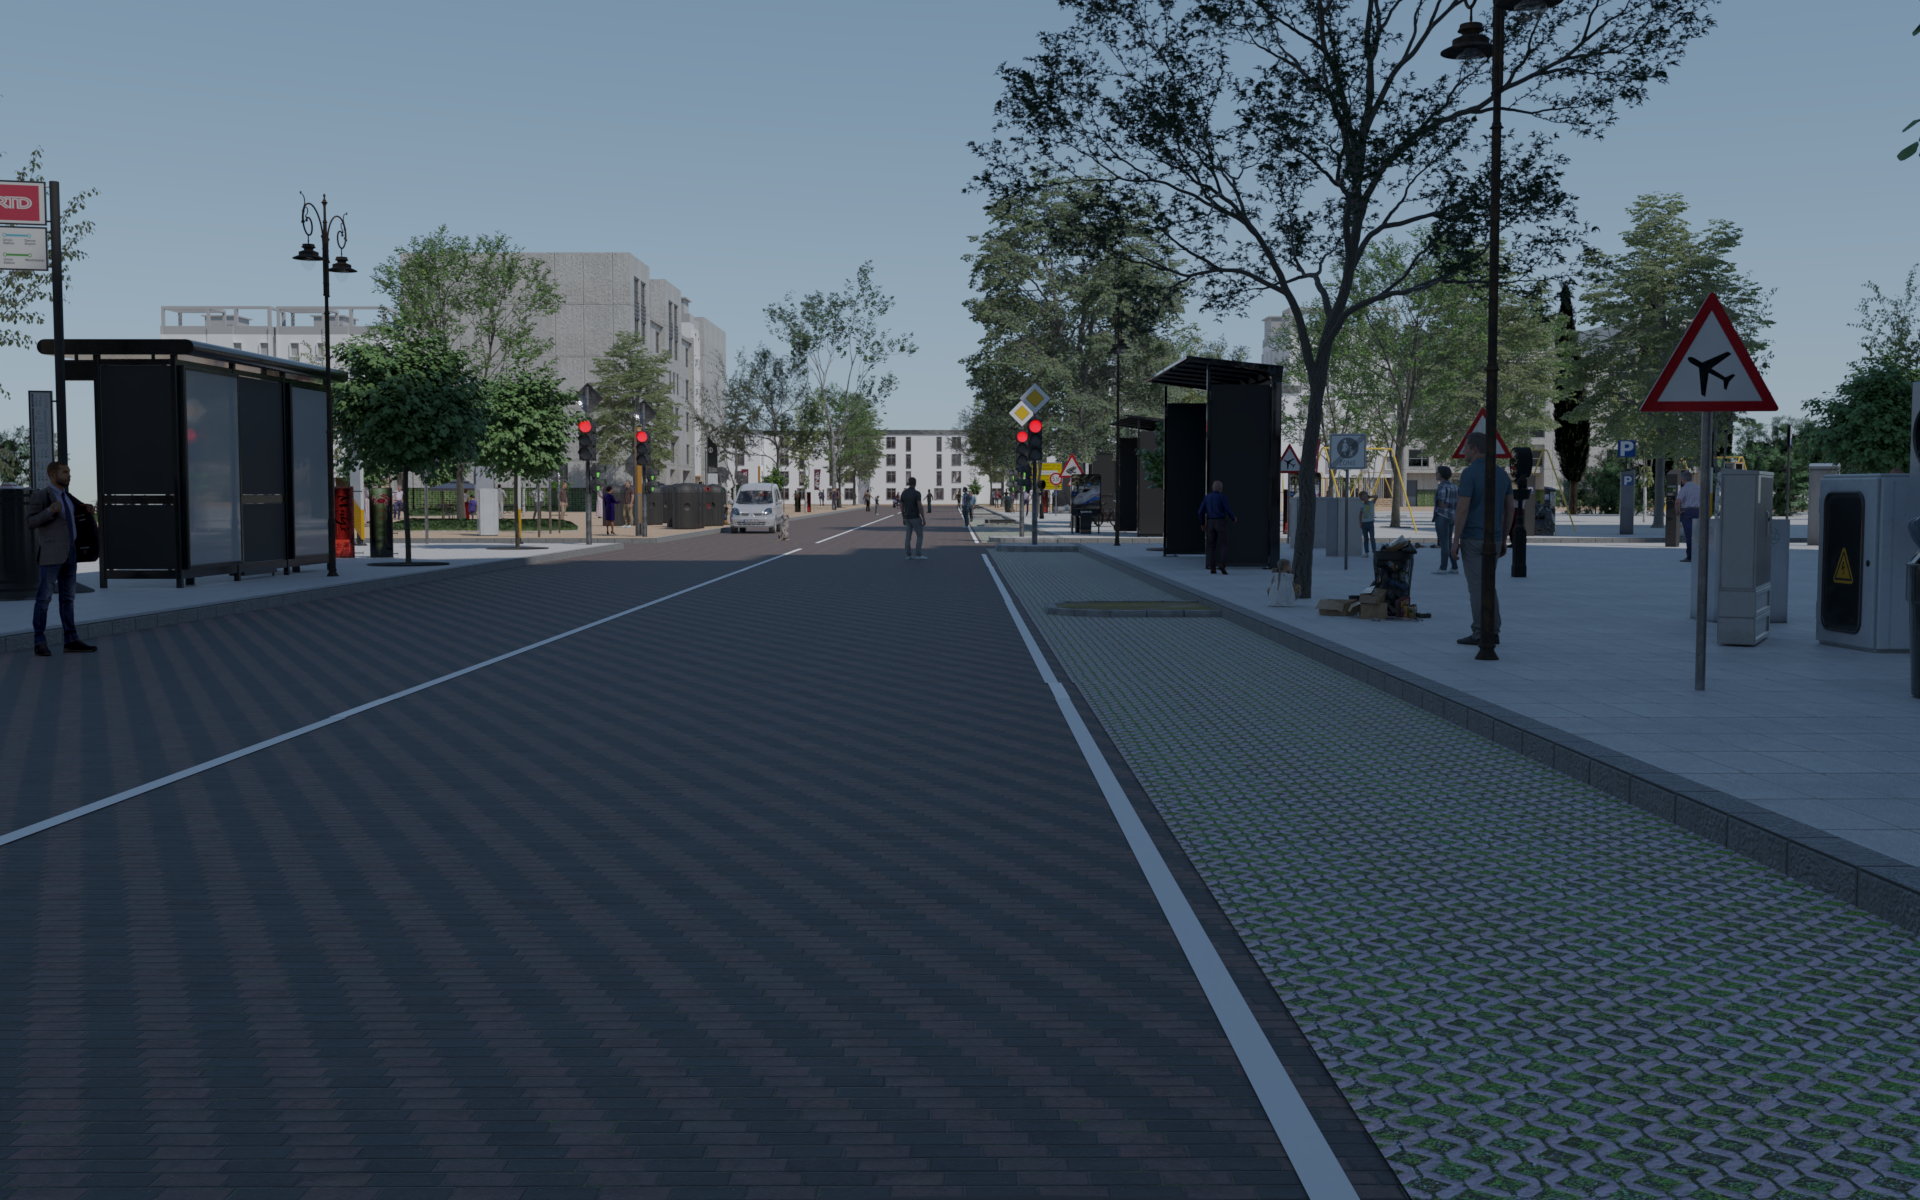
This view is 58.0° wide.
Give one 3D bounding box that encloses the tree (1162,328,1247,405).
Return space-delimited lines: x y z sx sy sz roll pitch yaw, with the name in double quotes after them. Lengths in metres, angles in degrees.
10.356 -7.695 76.169 4.737 8.622 4.395 0 3 0 "tree"

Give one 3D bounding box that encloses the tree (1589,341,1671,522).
30.768 -7.817 78.170 4.737 8.622 4.395 0 3 0 "tree"

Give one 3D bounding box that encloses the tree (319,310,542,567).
-10.012 -2.908 31.263 4.285 4.588 4.351 0 3 0 "tree"

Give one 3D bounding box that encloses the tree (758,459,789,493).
-10.377 -6.253 96.831 1.663 3.219 1.824 0 3 0 "tree"

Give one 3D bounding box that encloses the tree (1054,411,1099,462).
8.390 -10.512 122.237 4.737 8.622 4.395 0 3 0 "tree"

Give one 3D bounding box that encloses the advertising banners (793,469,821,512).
-10.696 -7.654 121.332 2.074 3.025 0.090 1 4 18 "advertising banners"

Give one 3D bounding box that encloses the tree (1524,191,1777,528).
26.647 -9.027 65.724 7.486 12.596 7.792 0 3 0 "tree"

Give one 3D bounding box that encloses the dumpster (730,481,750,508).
-14.695 -6.975 116.541 1.502 2.255 1.985 0 4 0 "dumpster"

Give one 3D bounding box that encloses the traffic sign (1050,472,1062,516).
5.659 -6.237 102.087 0.768 2.556 0.104 1 4 9 "traffic sign"

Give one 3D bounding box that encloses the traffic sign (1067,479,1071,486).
7.317 -6.815 111.424 0.884 2.594 0.081 0 4 8 "traffic sign"

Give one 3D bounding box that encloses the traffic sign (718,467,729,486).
-11.138 -4.929 80.690 0.768 2.556 0.104 1 4 9 "traffic sign"

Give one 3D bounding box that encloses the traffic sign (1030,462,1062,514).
5.431 -7.166 111.038 2.265 3.308 0.079 0 4 8 "traffic sign"

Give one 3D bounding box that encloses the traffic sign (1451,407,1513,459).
7.820 -1.590 25.999 0.884 2.594 0.081 1 4 9 "traffic sign"

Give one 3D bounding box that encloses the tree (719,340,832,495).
-11.271 -10.464 105.492 7.601 10.594 8.767 0 4 -2 "tree"

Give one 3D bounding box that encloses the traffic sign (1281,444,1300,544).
8.483 -2.733 44.687 0.884 2.594 0.081 0 4 1 "traffic sign"

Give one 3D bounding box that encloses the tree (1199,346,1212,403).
19.408 -10.042 89.936 9.928 11.665 9.643 0 3 0 "tree"

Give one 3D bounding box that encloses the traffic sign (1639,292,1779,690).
4.844 -0.689 11.263 0.884 2.594 0.081 0 4 2 "traffic sign"

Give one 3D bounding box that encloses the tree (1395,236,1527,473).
22.918 -9.695 76.637 7.486 12.596 7.792 0 3 0 "tree"

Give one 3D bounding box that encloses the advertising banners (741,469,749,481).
-14.198 -7.606 120.550 2.074 3.025 0.090 -1 4 -13 "advertising banners"

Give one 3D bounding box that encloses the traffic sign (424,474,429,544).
-13.711 -2.714 44.475 0.768 2.556 0.104 0 4 1 "traffic sign"

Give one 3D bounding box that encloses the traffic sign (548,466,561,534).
-13.194 -3.401 55.719 0.768 2.556 0.104 0 4 7 "traffic sign"

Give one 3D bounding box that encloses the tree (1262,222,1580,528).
16.826 -8.574 65.933 9.928 11.665 9.643 0 3 0 "tree"

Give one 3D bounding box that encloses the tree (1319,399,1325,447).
25.614 -10.217 117.404 4.737 8.622 4.395 0 3 0 "tree"

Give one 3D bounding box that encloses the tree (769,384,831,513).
-10.445 -10.049 114.656 4.737 8.622 4.395 0 3 0 "tree"

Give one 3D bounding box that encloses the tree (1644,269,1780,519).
25.151 -6.557 57.567 4.360 8.622 3.978 0 3 0 "tree"

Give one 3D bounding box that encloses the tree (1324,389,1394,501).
26.010 -9.764 109.998 4.737 8.622 4.395 0 3 0 "tree"

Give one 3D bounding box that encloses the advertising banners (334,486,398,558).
-12.350 -2.351 34.625 2.074 3.025 0.090 -1 4 -15 "advertising banners"

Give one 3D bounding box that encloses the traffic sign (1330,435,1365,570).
6.547 -1.662 29.311 0.606 2.300 0.079 0 4 7 "traffic sign"

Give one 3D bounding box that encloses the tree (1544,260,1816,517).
41.534 -12.370 104.062 13.155 14.587 18.604 -2 4 -32 "tree"

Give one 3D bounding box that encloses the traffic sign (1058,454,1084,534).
3.619 -3.425 55.995 0.884 2.594 0.081 0 4 6 "traffic sign"

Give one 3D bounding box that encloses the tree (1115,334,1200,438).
13.206 -11.318 110.804 9.928 11.665 9.643 0 3 0 "tree"

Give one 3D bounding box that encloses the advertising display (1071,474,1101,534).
4.034 -3.077 55.529 0.974 1.923 0.123 0 4 -3 "advertising display"

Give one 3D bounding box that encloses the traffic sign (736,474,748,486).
-14.115 -6.858 112.235 0.768 2.556 0.104 0 4 8 "traffic sign"

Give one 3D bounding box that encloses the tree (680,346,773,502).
-11.361 -8.255 85.328 4.360 8.622 3.978 0 3 0 "tree"

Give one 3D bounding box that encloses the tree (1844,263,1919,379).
30.760 -6.481 56.334 4.737 8.622 4.395 0 3 0 "tree"

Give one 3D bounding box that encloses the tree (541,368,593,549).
-10.271 -3.466 40.391 4.285 4.588 4.351 0 3 0 "tree"

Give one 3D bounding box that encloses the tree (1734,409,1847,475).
57.225 -9.317 115.234 11.467 7.101 20.602 0 4 -2 "tree"

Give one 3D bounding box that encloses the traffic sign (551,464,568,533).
-13.086 -3.328 56.537 0.606 2.300 0.079 0 4 5 "traffic sign"

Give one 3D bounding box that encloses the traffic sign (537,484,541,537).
-12.450 -3.122 51.154 0.768 2.556 0.104 0 4 2 "traffic sign"

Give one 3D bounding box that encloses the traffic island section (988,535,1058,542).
1.870 -1.810 51.875 2.009 0.180 2.903 0 4 0 "traffic island section"

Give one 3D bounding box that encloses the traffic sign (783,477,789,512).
-12.598 -7.567 123.826 0.768 2.556 0.104 0 4 4 "traffic sign"

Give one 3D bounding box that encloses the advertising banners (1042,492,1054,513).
5.749 -7.384 116.922 2.074 3.025 0.090 1 4 23 "advertising banners"

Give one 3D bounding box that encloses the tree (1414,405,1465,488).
31.389 -9.947 112.993 4.360 8.622 3.978 0 3 0 "tree"

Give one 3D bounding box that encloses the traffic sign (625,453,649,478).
-10.068 -3.298 54.024 0.768 2.556 0.104 0 4 3 "traffic sign"

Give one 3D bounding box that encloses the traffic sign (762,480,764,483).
-13.922 -7.599 124.239 0.884 2.594 0.081 0 4 0 "traffic sign"

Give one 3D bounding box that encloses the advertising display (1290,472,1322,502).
10.160 -2.806 51.096 0.974 1.923 0.123 2 4 24 "advertising display"

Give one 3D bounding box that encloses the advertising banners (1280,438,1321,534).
10.441 -3.588 54.853 2.074 3.025 0.090 2 4 34 "advertising banners"
